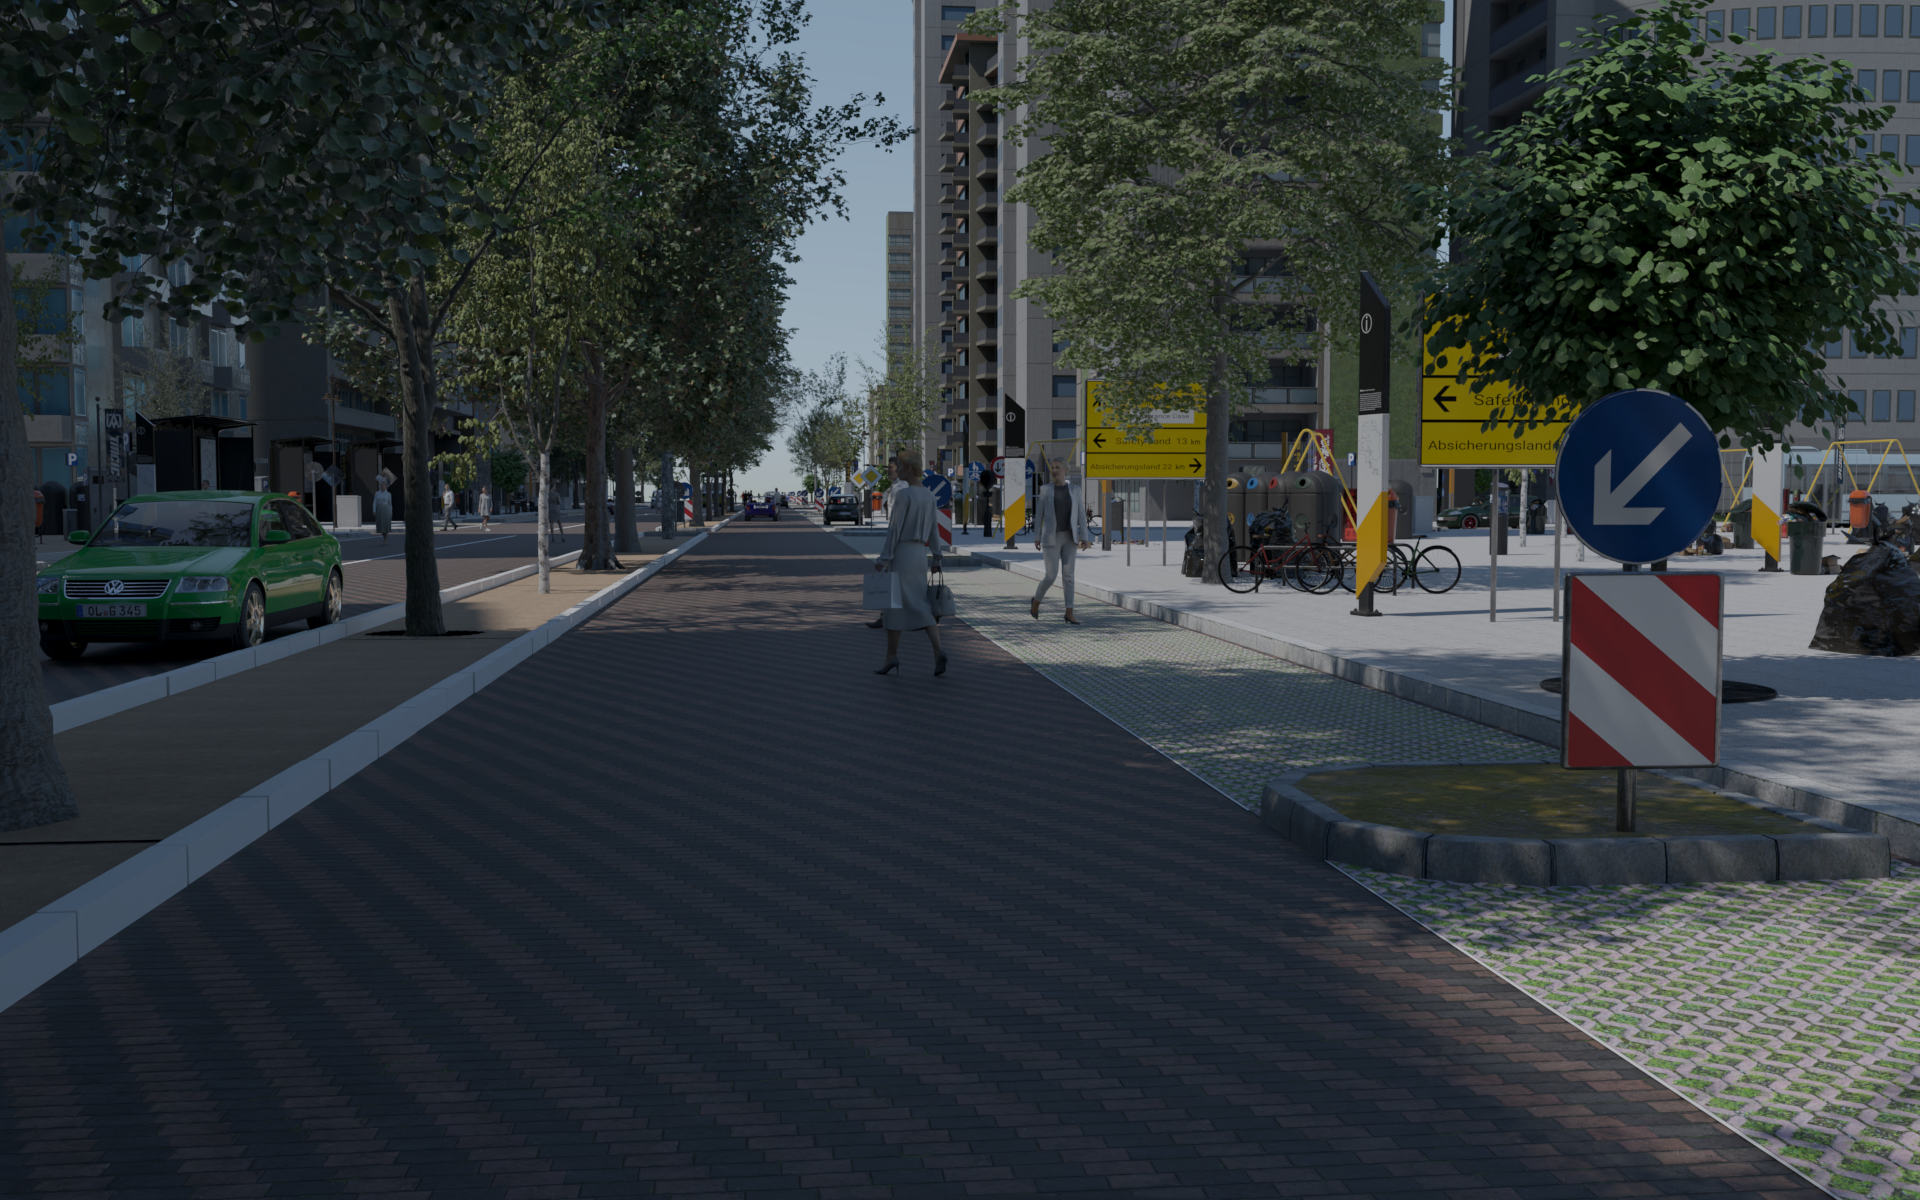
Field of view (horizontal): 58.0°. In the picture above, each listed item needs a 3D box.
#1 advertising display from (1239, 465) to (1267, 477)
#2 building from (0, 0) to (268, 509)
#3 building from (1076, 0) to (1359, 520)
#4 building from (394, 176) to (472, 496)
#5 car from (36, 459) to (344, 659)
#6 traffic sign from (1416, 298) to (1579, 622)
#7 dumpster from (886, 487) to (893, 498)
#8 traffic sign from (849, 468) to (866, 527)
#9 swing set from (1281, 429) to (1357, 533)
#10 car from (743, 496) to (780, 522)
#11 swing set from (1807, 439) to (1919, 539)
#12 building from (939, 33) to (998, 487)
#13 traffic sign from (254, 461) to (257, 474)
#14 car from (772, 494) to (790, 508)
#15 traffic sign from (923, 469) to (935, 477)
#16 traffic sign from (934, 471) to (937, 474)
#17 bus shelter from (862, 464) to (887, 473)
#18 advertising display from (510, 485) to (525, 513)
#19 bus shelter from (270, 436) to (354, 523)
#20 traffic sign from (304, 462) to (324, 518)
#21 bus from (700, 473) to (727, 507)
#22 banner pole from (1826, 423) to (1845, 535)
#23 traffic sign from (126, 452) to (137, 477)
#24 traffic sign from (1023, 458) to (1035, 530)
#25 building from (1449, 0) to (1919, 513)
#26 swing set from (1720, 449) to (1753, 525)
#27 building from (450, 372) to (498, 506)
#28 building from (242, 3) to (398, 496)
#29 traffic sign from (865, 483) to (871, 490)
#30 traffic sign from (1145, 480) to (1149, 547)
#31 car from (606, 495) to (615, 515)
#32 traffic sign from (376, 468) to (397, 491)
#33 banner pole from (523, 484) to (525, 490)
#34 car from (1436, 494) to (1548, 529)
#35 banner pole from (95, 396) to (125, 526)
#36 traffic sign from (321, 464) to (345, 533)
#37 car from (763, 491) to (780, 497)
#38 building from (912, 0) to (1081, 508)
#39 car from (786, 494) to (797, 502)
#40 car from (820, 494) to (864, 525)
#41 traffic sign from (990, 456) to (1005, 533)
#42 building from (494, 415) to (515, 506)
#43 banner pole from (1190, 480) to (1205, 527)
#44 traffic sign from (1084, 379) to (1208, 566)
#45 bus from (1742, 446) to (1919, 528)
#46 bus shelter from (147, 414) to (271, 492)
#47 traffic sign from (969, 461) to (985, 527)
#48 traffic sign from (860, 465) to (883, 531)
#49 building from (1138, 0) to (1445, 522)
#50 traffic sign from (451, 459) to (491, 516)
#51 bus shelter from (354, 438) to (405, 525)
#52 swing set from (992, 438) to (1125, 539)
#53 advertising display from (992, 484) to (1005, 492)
[{"bbox_3d":[6.588,-2.067,39.005,0.123,1.923,0.974,3,5,43],"label":"advertising display"},{"bbox_3d":[-49.977,-28.579,86.872,23.786,49.044,30.456,0,4,-6],"label":"building"},{"bbox_3d":[13.766,-25.524,100.904,14.154,41.232,14.086,0,4,-6],"label":"building"},{"bbox_3d":[-58.160,-34.314,150.270,28.713,52.752,27.495,0,4,-6],"label":"building"},{"bbox_3d":[-7.219,-0.473,16.525,1.959,1.807,4.718,0,4,-6],"label":"car"},{"bbox_3d":[5.665,-1.431,17.272,2.265,3.308,0.079,0,4,-2],"label":"traffic sign"},{"bbox_3d":[-3.942,-6.296,108.693,1.264,1.857,1.865,0,4,-6],"label":"dumpster"},{"bbox_3d":[-3.906,-3.892,67.282,0.795,2.450,0.064,0,4,-6],"label":"traffic sign"},{"bbox_3d":[8.702,-2.770,42.909,2.862,2.851,3.119,1,4,17],"label":"swing set"},{"bbox_3d":[-10.496,-4.835,91.630,1.945,1.354,3.894,0,4,-5],"label":"car"},{"bbox_3d":[26.504,-3.264,50.984,2.862,2.851,3.119,0,4,-6],"label":"swing set"},{"bbox_3d":[9.538,-31.263,165.774,22.147,44.769,28.867,0,4,-6],"label":"building"},{"bbox_3d":[-23.621,-3.494,57.240,0.768,2.556,0.104,0,4,2],"label":"traffic sign"},{"bbox_3d":[-18.074,-10.017,173.561,2.009,1.686,4.222,0,4,-5],"label":"car"},{"bbox_3d":[-1.644,-5.451,89.232,0.768,2.556,0.104,0,4,1],"label":"traffic sign"},{"bbox_3d":[-1.489,-5.829,95.411,0.768,2.556,0.104,0,4,3],"label":"traffic sign"},{"bbox_3d":[-6.694,-8.913,137.012,1.731,3.624,6.357,0,4,-6],"label":"bus shelter"},{"bbox_3d":[-30.161,-6.896,117.961,0.974,1.923,0.123,-1,4,-15],"label":"advertising display"},{"bbox_3d":[-27.257,-4.983,72.762,1.731,3.624,6.357,0,4,-6],"label":"bus shelter"},{"bbox_3d":[-25.703,-4.209,68.921,0.768,2.556,0.104,0,4,-1],"label":"traffic sign"},{"bbox_3d":[-27.012,-12.125,189.797,2.896,3.916,12.252,0,4,-8],"label":"bus"},{"bbox_3d":[27.641,-3.945,54.524,0.401,3.779,0.863,0,4,5],"label":"banner pole"},{"bbox_3d":[-24.526,-3.159,51.754,0.768,2.556,0.104,0,4,-1],"label":"traffic sign"},{"bbox_3d":[2.265,-3.724,60.991,0.768,2.556,0.104,0,4,-2],"label":"traffic sign"},{"bbox_3d":[42.948,-33.606,91.462,28.212,58.520,21.231,0,4,-6],"label":"building"},{"bbox_3d":[27.309,-3.861,60.750,2.862,2.851,3.119,0,4,-8],"label":"swing set"},{"bbox_3d":[-54.326,-31.911,171.847,14.600,45.320,14.200,0,4,-6],"label":"building"},{"bbox_3d":[-52.796,-30.400,120.747,21.300,48.544,21.600,0,4,-6],"label":"building"},{"bbox_3d":[-5.292,-6.231,101.976,0.768,2.556,0.104,0,4,-3],"label":"traffic sign"},{"bbox_3d":[4.526,-2.553,41.844,0.768,2.556,0.104,0,4,3],"label":"traffic sign"},{"bbox_3d":[-24.782,-6.606,120.596,1.945,1.354,3.894,0,4,-5],"label":"car"},{"bbox_3d":[-21.647,-3.775,65.369,0.795,2.450,0.064,0,4,-6],"label":"traffic sign"},{"bbox_3d":[-34.769,-8.983,136.892,0.863,3.779,0.401,1,4,17],"label":"banner pole"},{"bbox_3d":[20.641,-3.509,67.153,4.222,1.686,2.009,0,4,-6],"label":"car"},{"bbox_3d":[-21.921,-3.339,44.617,0.401,3.779,0.863,3,5,42],"label":"banner pole"},{"bbox_3d":[-20.778,-3.290,57.431,0.795,2.450,0.064,0,4,-6],"label":"traffic sign"},{"bbox_3d":[-22.063,-11.962,204.253,2.281,1.827,5.304,0,4,-8],"label":"car"},{"bbox_3d":[5.288,-39.851,193.565,21.231,58.520,28.212,0,4,-6],"label":"building"},{"bbox_3d":[-27.652,-16.724,283.034,1.945,1.707,3.694,0,4,-8],"label":"car"},{"bbox_3d":[-5.418,-4.295,80.004,2.009,1.686,4.222,0,4,-7],"label":"car"},{"bbox_3d":[1.372,-3.524,57.726,0.768,2.556,0.104,0,4,-3],"label":"traffic sign"},{"bbox_3d":[-59.238,-45.856,187.998,20.563,71.187,20.611,0,4,-6],"label":"building"},{"bbox_3d":[9.433,-4.785,68.246,0.401,3.779,0.863,-3,4,-37],"label":"banner pole"},{"bbox_3d":[3.317,-2.251,30.670,2.265,3.308,0.079,0,4,-4],"label":"traffic sign"},{"bbox_3d":[37.758,-4.483,68.150,13.247,3.499,2.948,0,4,-6],"label":"bus"},{"bbox_3d":[-23.291,-3.820,53.736,1.731,3.624,6.357,0,4,-6],"label":"bus shelter"},{"bbox_3d":[0.605,-4.119,67.450,0.768,2.556,0.104,0,4,3],"label":"traffic sign"},{"bbox_3d":[-3.037,-3.407,59.344,0.795,2.450,0.064,0,4,-6],"label":"traffic sign"},{"bbox_3d":[14.405,-24.543,84.869,14.086,41.232,14.154,0,4,-6],"label":"building"},{"bbox_3d":[-28.519,-6.550,100.971,2.265,3.308,0.079,0,4,-4],"label":"traffic sign"},{"bbox_3d":[-25.302,-5.174,75.877,1.731,3.624,6.357,0,4,-6],"label":"bus shelter"},{"bbox_3d":[2.743,-3.184,49.674,2.862,2.851,3.119,-2,4,-23],"label":"swing set"},{"bbox_3d":[2.602,-6.588,112.923,0.974,1.923,0.123,0,4,1],"label":"advertising display"}]
